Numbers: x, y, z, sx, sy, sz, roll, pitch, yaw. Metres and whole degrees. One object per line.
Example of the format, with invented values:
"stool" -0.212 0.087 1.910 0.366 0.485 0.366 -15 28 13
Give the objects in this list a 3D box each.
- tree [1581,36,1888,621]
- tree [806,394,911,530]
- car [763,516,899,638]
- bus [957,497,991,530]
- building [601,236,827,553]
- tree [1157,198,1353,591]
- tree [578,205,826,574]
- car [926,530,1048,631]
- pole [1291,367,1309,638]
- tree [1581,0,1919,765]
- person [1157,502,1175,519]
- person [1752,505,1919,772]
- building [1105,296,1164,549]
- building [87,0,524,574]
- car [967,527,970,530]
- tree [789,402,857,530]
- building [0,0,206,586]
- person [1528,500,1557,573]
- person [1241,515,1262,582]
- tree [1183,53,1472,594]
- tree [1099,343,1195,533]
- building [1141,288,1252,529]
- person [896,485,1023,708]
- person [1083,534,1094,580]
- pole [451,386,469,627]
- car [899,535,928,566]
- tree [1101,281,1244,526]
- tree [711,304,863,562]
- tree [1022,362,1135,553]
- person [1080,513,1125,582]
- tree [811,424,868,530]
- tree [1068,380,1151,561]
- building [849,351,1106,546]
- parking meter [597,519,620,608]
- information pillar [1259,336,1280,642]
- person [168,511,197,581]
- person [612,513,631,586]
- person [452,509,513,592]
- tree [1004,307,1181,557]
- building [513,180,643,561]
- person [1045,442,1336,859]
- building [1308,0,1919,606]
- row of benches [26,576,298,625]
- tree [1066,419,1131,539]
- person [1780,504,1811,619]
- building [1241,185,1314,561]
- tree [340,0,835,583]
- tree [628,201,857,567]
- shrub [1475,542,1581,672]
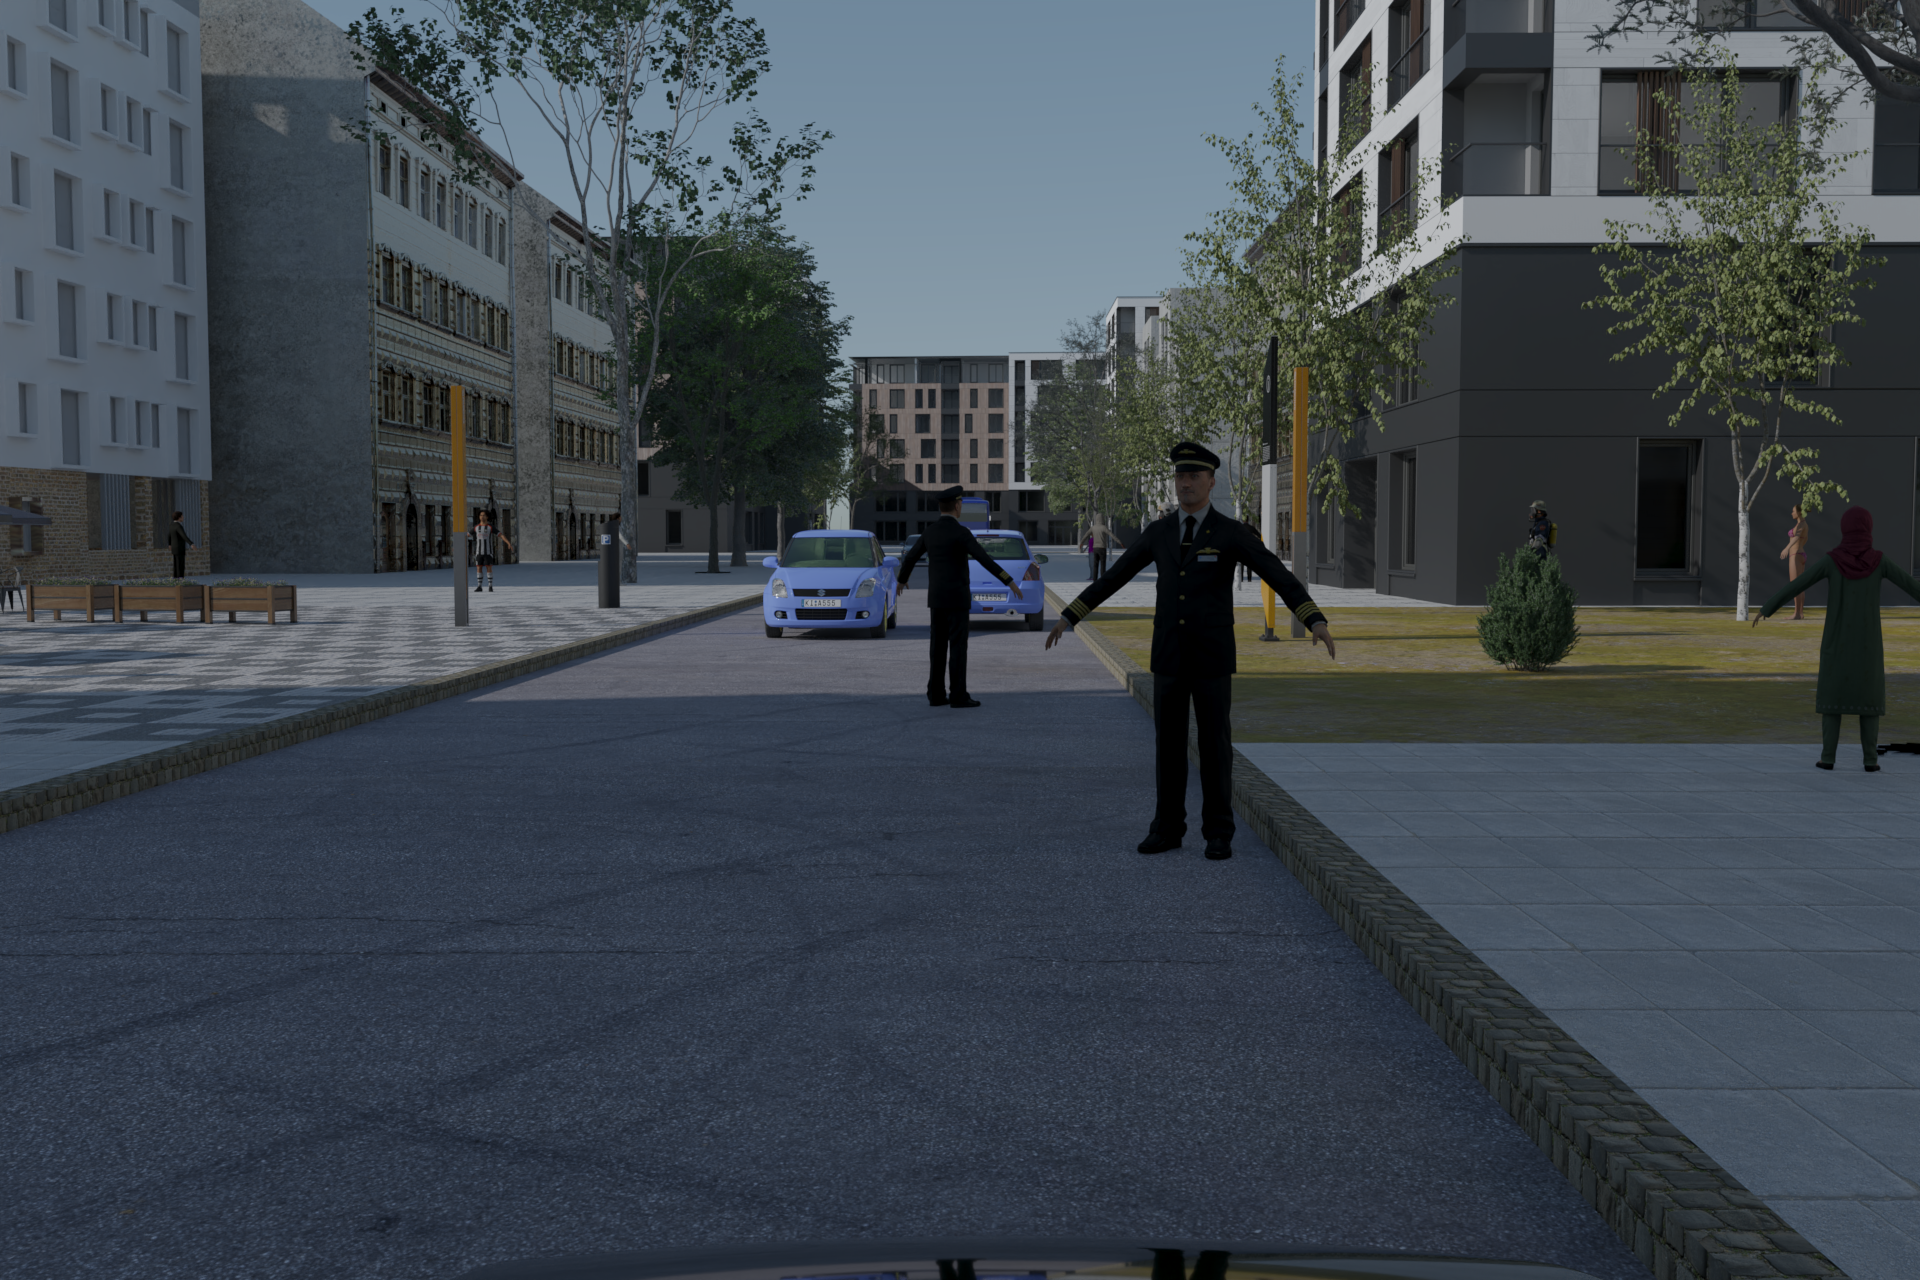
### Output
"tree" 11.443 -4.582 25.274 4.737 8.622 4.395 0 3 0
"tree" -7.368 -11.115 116.140 8.767 10.594 7.601 0 4 4
"car" -1.824 -0.943 25.017 1.945 1.707 3.694 0 4 1
"bus" 0.653 -7.540 114.829 2.896 3.916 12.251 0 4 1
"building" -26.072 -17.833 135.542 27.936 21.610 32.646 0 4 2
"tree" 6.527 -5.419 38.961 4.737 8.622 4.395 0 3 0
"tree" -8.163 -7.981 56.244 9.928 11.665 9.643 0 3 0
"car" 0.421 -1.063 26.970 1.945 1.707 3.694 0 4 0
"pole" 4.182 -1.681 21.325 0.158 3.312 0.155 0 3 0
"tree" 5.869 -6.073 9.657 12.009 13.543 11.850 0 3 0
"person" 3.686 -1.548 31.071 0.705 1.858 1.354 0 4 2
"person" 4.862 -0.014 9.439 0.989 1.438 0.599 2 4 24
"building" 27.667 -19.646 165.184 27.936 21.610 32.646 0 4 1
"building" -28.083 -14.268 64.213 19.493 23.208 18.063 0 3 0
"car" -0.182 -5.150 92.879 2.281 1.827 5.304 0 4 1
"tree" -8.362 -8.805 94.320 4.360 8.622 3.978 0 3 0
"building" -28.482 -11.256 40.461 16.016 20.090 11.380 0 4 1
"person" 9.864 -1.459 29.628 0.705 1.856 1.354 1 4 18
"person" 7.630 -2.455 46.365 1.346 1.802 0.704 -1 4 -8
"tree" 5.719 -4.707 27.316 4.737 8.622 4.395 0 3 0
"tree" 7.303 -7.194 67.991 4.737 8.622 4.395 0 3 0
"building" 23.635 -16.296 132.900 16.747 18.905 31.486 0 4 1
"person" -0.066 -0.366 14.380 1.347 1.837 0.705 3 5 40
"person" 3.600 -2.368 47.985 0.599 1.433 0.991 -1 4 -13
"pole" -6.911 -1.840 23.934 0.158 3.312 0.155 0 3 0
"car" -1.693 -4.023 77.786 2.014 1.417 4.499 0 4 1
"tree" 6.401 -6.120 50.431 4.737 8.622 4.395 0 3 0
"tree" -8.369 -9.978 81.267 7.486 12.596 7.792 0 3 0
"tree" 7.576 -12.012 114.525 7.486 12.596 7.792 0 3 0
"person" 3.601 -2.337 44.333 1.348 1.813 0.705 3 4 36
"tree" -8.080 -9.664 108.371 4.737 8.622 4.395 0 3 0
"tree" 7.236 -8.091 82.649 4.360 8.622 3.978 0 3 0
"building" 4.327 -22.072 207.304 32.646 21.610 27.936 0 4 4
"parking meter" -6.108 -1.328 30.117 0.372 1.533 0.369 0 3 0
"information pillar" 3.712 -1.799 20.773 0.183 3.616 0.504 0 4 -1
"person" -17.950 -2.060 39.863 1.347 1.806 0.705 3 5 43
"person" -8.468 -2.246 42.906 0.705 1.806 1.347 -2 4 -30
"person" -10.548 -1.971 38.377 1.345 1.843 0.704 0 4 0
"tree" 7.426 -11.284 94.869 12.009 13.543 11.850 0 3 0
"building" -27.979 -15.822 89.614 19.493 23.208 18.063 0 4 2
"person" 1.034 0.039 7.756 1.347 1.837 0.705 2 4 27
"building" 22.986 -12.376 46.318 27.936 21.610 32.646 0 4 1
"row of benches" -11.655 -0.590 25.105 4.104 0.672 1.422 1 4 11
"tree" 8.134 -9.474 105.256 4.737 8.622 4.395 0 3 0
"person" 12.557 -1.182 26.129 0.721 1.733 1.217 2 4 35
"building" 24.865 -15.545 85.093 19.493 23.208 18.063 0 4 1
"tree" -9.438 -11.474 43.493 12.611 20.169 13.585 0 3 0
"tree" -8.745 -9.887 68.301 9.857 13.997 8.962 0 3 0
"shrub" 5.323 -0.313 16.228 1.383 1.207 1.383 0 3 0
